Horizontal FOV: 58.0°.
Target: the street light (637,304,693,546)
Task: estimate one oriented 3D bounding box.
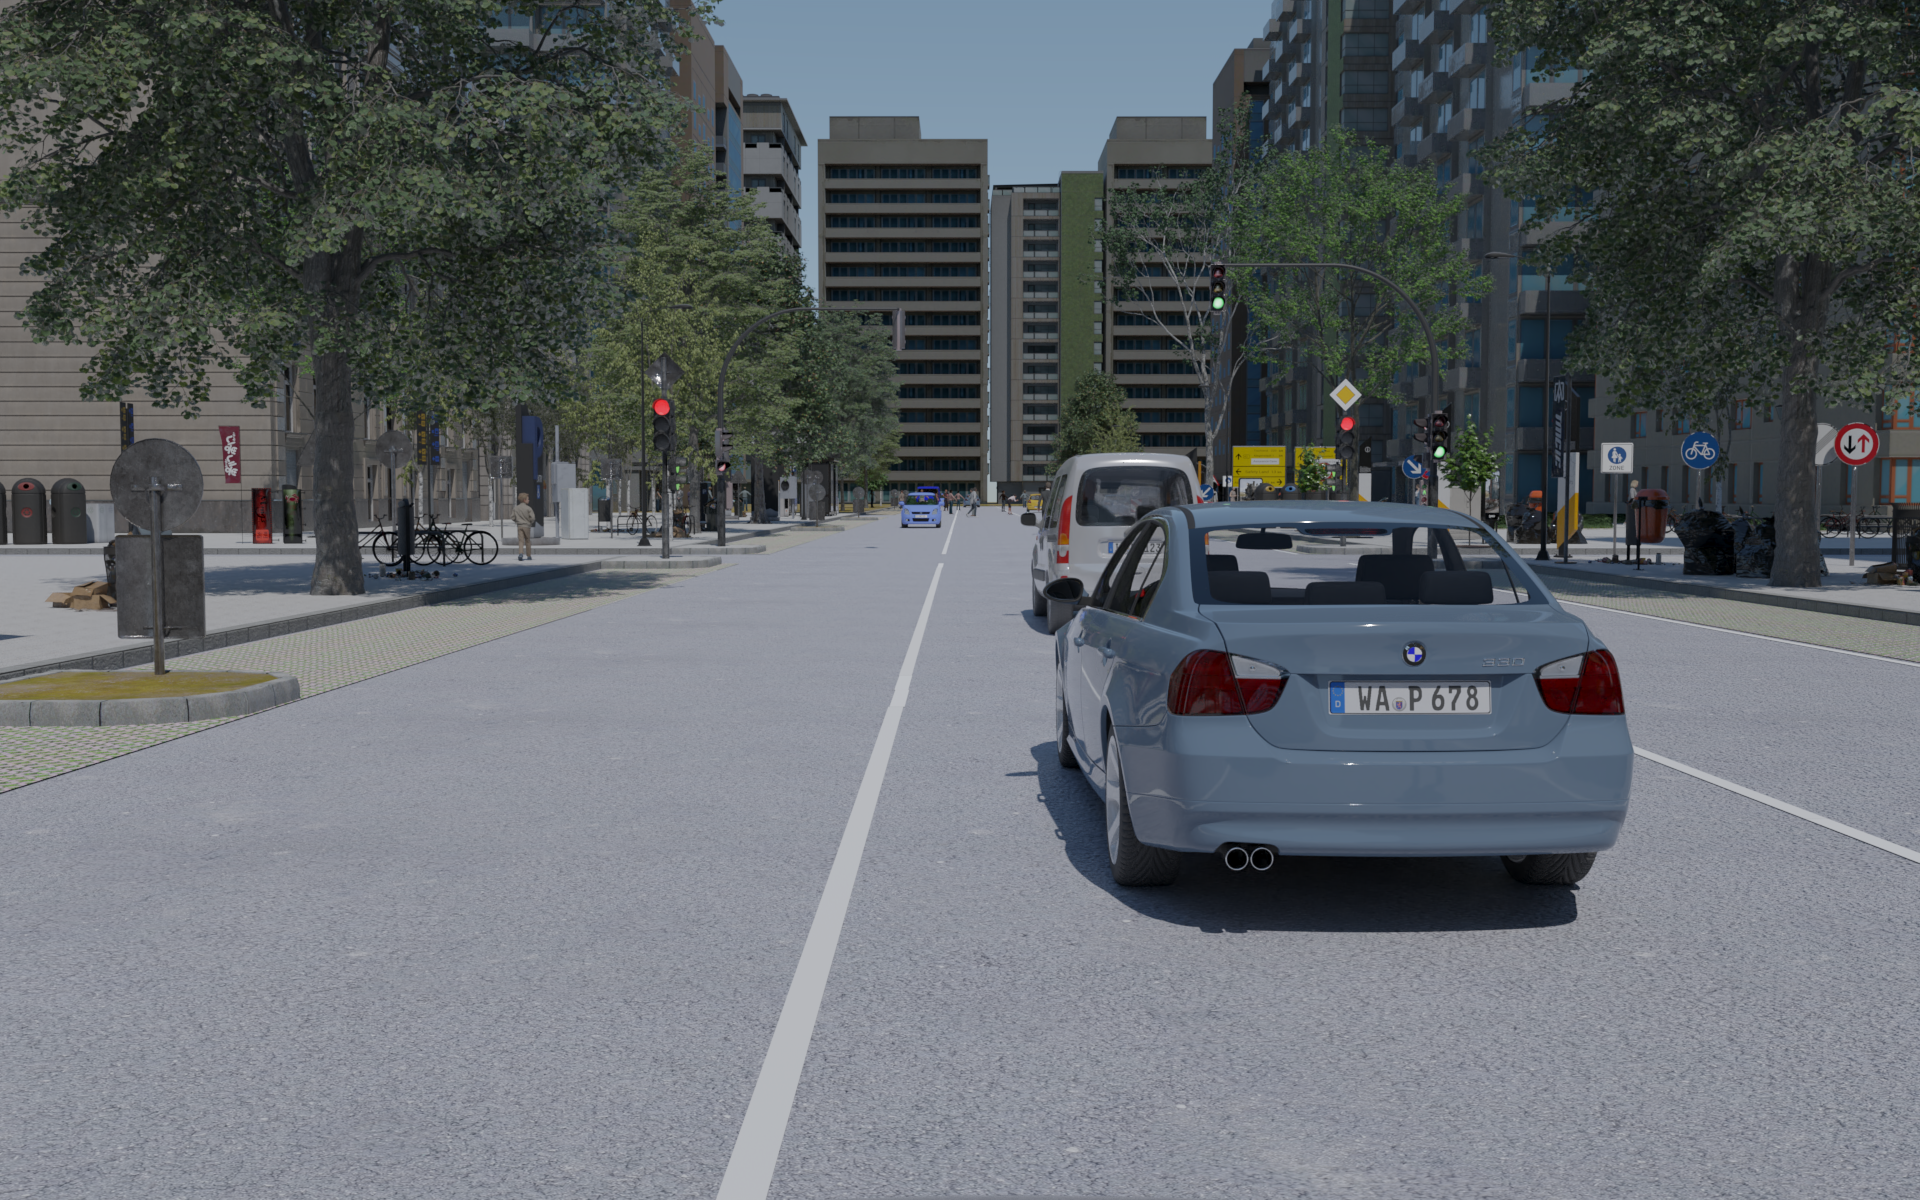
[{"bbox_3d":[-7.236,-4.279,42.497,1.470,5.913,1.316,0,3,0],"label":"street light"}]

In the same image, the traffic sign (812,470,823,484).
[{"bbox_3d":[-7.742,-5.687,93.086,0.768,2.556,0.104,0,4,7],"label":"traffic sign"}]

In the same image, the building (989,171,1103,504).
[{"bbox_3d":[10.826,-32.908,221.637,14.086,41.232,14.154,0,3,0],"label":"building"}]

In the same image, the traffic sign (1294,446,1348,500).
[{"bbox_3d":[15.424,-4.903,74.034,2.265,3.308,0.079,0,4,8],"label":"traffic sign"}]

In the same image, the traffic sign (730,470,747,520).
[{"bbox_3d":[-10.886,-5.207,85.139,0.884,2.594,0.081,0,4,2],"label":"traffic sign"}]

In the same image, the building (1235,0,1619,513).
[{"bbox_3d":[38.254,-32.344,148.425,23.786,49.044,30.456,0,3,0],"label":"building"}]

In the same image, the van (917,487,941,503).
[{"bbox_3d":[-2.574,-8.317,140.360,2.240,2.365,5.245,0,4,1],"label":"van"}]

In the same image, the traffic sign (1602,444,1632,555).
[{"bbox_3d":[13.173,-1.998,34.798,0.606,2.300,0.079,1,4,9],"label":"traffic sign"}]

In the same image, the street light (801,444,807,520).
[{"bbox_3d":[-7.156,-6.893,85.236,1.470,5.913,1.316,0,3,0],"label":"street light"}]

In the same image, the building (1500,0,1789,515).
[{"bbox_3d":[38.342,-29.472,101.476,23.786,49.044,30.456,0,3,0],"label":"building"}]

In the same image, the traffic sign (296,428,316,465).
[{"bbox_3d":[-11.839,-1.955,31.976,0.884,2.594,0.081,0,4,5],"label":"traffic sign"}]

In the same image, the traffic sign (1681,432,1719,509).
[{"bbox_3d":[15.085,-2.158,35.389,0.768,2.556,0.104,0,4,2],"label":"traffic sign"}]

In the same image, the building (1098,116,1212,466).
[{"bbox_3d":[28.676,-36.806,225.486,21.600,48.544,21.300,0,3,0],"label":"building"}]

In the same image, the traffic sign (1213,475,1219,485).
[{"bbox_3d":[15.353,-6.455,105.550,0.884,2.594,0.081,0,4,4],"label":"traffic sign"}]

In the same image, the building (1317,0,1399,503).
[{"bbox_3d":[33.226,-27.047,125.806,14.154,41.232,14.086,0,3,0],"label":"building"}]

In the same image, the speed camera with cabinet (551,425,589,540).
[{"bbox_3d":[-11.142,-3.372,49.471,0.660,3.252,2.038,-2,4,-26],"label":"speed camera with cabinet"}]

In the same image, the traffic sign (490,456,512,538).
[{"bbox_3d":[-12.239,-2.698,46.238,0.606,2.300,0.079,1,4,9],"label":"traffic sign"}]

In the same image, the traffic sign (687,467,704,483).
[{"bbox_3d":[-9.884,-3.829,64.740,0.606,2.300,0.079,0,4,5],"label":"traffic sign"}]

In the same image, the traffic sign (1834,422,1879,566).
[{"bbox_3d":[15.935,-1.882,30.870,0.768,2.556,0.104,0,4,7],"label":"traffic sign"}]

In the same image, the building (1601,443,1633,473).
[{"bbox_3d":[60.650,-31.914,171.910,14.200,45.320,14.600,0,3,0],"label":"building"}]

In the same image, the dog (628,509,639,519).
[{"bbox_3d":[-16.970,-4.478,90.039,0.540,0.507,0.406,-1,4,-19],"label":"dog"}]

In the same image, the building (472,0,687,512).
[{"bbox_3d":[-33.726,-31.345,132.106,23.786,49.044,30.456,0,3,0],"label":"building"}]

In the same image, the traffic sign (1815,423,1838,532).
[{"bbox_3d":[15.453,-1.900,31.173,0.768,2.556,0.104,0,4,7],"label":"traffic sign"}]

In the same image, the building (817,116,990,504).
[{"bbox_3d":[-7.054,-36.802,225.407,21.600,48.544,21.300,0,3,0],"label":"building"}]

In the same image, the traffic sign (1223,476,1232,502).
[{"bbox_3d":[15.220,-5.883,98.319,0.606,2.300,0.079,0,4,6],"label":"traffic sign"}]

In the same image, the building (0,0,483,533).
[{"bbox_3d":[-27.998,-16.546,67.787,12.463,27.353,25.104,0,3,0],"label":"building"}]

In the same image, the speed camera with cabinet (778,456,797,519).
[{"bbox_3d":[-9.392,-5.803,89.211,2.038,3.252,0.660,2,4,32],"label":"speed camera with cabinet"}]

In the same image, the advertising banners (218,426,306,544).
[{"bbox_3d":[-17.897,-2.951,44.434,2.074,3.025,0.090,-1,4,-9],"label":"advertising banners"}]

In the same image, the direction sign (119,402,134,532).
[{"bbox_3d":[-20.638,-3.119,42.987,0.379,3.537,0.876,0,4,-7],"label":"direction sign"}]

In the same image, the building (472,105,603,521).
[{"bbox_3d":[-28.287,-15.385,93.341,13.314,21.916,24.055,0,3,0],"label":"building"}]

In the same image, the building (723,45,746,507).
[{"bbox_3d":[-29.251,-31.852,170.891,14.200,45.320,14.600,0,3,0],"label":"building"}]

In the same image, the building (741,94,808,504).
[{"bbox_3d":[-32.809,-39.103,228.573,27.495,52.752,28.713,0,3,0],"label":"building"}]

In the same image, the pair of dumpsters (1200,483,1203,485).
[{"bbox_3d":[13.684,-6.261,104.859,1.574,2.255,4.437,0,3,0],"label":"pair of dumpsters"}]

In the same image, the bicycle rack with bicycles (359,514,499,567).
[{"bbox_3d":[-9.753,-1.104,31.432,2.925,0.926,2.852,0,4,8],"label":"bicycle rack with bicycles"}]

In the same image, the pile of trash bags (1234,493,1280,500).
[{"bbox_3d":[14.353,-4.514,83.552,1.912,1.369,3.447,-1,4,-15],"label":"pile of trash bags"}]

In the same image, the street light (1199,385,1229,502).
[{"bbox_3d":[10.826,-6.185,73.671,1.470,5.913,1.316,0,3,0],"label":"street light"}]

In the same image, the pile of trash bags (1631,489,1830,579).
[{"bbox_3d":[12.265,-1.117,28.011,1.912,1.369,3.447,-2,4,-26],"label":"pile of trash bags"}]

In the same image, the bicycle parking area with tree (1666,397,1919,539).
[{"bbox_3d":[25.831,-4.056,53.319,9.016,4.147,8.231,2,4,31],"label":"bicycle parking area with tree"}]

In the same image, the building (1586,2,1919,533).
[{"bbox_3d":[45.077,-13.778,70.314,28.899,21.520,27.650,0,3,0],"label":"building"}]

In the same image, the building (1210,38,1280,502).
[{"bbox_3d":[32.828,-31.913,171.886,14.600,45.320,14.200,0,3,0],"label":"building"}]

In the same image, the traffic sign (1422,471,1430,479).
[{"bbox_3d":[16.236,-3.660,59.942,0.768,2.556,0.104,1,4,9],"label":"traffic sign"}]

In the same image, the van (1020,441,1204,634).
[{"bbox_3d":[1.699,-0.740,19.108,2.013,2.044,4.112,0,4,-1],"label":"van"}]

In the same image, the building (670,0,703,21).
[{"bbox_3d":[-29.750,-30.905,155.405,14.600,45.320,14.200,0,3,0],"label":"building"}]

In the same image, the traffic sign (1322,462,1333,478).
[{"bbox_3d":[14.530,-4.226,69.205,0.768,2.556,0.104,1,4,9],"label":"traffic sign"}]

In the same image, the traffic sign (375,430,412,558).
[{"bbox_3d":[-11.313,-2.110,34.604,0.768,2.556,0.104,0,4,7],"label":"traffic sign"}]

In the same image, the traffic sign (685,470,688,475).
[{"bbox_3d":[-12.538,-4.967,81.323,0.768,2.556,0.104,0,4,8],"label":"traffic sign"}]

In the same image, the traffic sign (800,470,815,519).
[{"bbox_3d":[-7.971,-5.525,90.445,0.768,2.556,0.104,0,4,6],"label":"traffic sign"}]

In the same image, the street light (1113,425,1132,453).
[{"bbox_3d":[11.013,-8.839,117.062,1.470,5.913,1.316,0,3,0],"label":"street light"}]

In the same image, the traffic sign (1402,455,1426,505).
[{"bbox_3d":[14.870,-3.465,56.757,0.768,2.556,0.104,1,4,9],"label":"traffic sign"}]

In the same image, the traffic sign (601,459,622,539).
[{"bbox_3d":[-10.034,-2.920,49.864,0.606,2.300,0.079,0,4,1],"label":"traffic sign"}]

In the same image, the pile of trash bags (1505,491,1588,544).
[{"bbox_3d":[15.406,-2.206,45.821,1.912,1.369,3.447,1,4,11],"label":"pile of trash bags"}]

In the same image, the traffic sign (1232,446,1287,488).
[{"bbox_3d":[12.587,-4.836,72.949,2.265,3.308,0.079,0,4,3],"label":"traffic sign"}]

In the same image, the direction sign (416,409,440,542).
[{"bbox_3d":[-14.272,-3.336,46.544,0.379,3.537,0.876,1,4,22],"label":"direction sign"}]

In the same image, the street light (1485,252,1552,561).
[{"bbox_3d":[10.771,-3.724,33.422,1.470,5.913,1.316,0,3,0],"label":"street light"}]
